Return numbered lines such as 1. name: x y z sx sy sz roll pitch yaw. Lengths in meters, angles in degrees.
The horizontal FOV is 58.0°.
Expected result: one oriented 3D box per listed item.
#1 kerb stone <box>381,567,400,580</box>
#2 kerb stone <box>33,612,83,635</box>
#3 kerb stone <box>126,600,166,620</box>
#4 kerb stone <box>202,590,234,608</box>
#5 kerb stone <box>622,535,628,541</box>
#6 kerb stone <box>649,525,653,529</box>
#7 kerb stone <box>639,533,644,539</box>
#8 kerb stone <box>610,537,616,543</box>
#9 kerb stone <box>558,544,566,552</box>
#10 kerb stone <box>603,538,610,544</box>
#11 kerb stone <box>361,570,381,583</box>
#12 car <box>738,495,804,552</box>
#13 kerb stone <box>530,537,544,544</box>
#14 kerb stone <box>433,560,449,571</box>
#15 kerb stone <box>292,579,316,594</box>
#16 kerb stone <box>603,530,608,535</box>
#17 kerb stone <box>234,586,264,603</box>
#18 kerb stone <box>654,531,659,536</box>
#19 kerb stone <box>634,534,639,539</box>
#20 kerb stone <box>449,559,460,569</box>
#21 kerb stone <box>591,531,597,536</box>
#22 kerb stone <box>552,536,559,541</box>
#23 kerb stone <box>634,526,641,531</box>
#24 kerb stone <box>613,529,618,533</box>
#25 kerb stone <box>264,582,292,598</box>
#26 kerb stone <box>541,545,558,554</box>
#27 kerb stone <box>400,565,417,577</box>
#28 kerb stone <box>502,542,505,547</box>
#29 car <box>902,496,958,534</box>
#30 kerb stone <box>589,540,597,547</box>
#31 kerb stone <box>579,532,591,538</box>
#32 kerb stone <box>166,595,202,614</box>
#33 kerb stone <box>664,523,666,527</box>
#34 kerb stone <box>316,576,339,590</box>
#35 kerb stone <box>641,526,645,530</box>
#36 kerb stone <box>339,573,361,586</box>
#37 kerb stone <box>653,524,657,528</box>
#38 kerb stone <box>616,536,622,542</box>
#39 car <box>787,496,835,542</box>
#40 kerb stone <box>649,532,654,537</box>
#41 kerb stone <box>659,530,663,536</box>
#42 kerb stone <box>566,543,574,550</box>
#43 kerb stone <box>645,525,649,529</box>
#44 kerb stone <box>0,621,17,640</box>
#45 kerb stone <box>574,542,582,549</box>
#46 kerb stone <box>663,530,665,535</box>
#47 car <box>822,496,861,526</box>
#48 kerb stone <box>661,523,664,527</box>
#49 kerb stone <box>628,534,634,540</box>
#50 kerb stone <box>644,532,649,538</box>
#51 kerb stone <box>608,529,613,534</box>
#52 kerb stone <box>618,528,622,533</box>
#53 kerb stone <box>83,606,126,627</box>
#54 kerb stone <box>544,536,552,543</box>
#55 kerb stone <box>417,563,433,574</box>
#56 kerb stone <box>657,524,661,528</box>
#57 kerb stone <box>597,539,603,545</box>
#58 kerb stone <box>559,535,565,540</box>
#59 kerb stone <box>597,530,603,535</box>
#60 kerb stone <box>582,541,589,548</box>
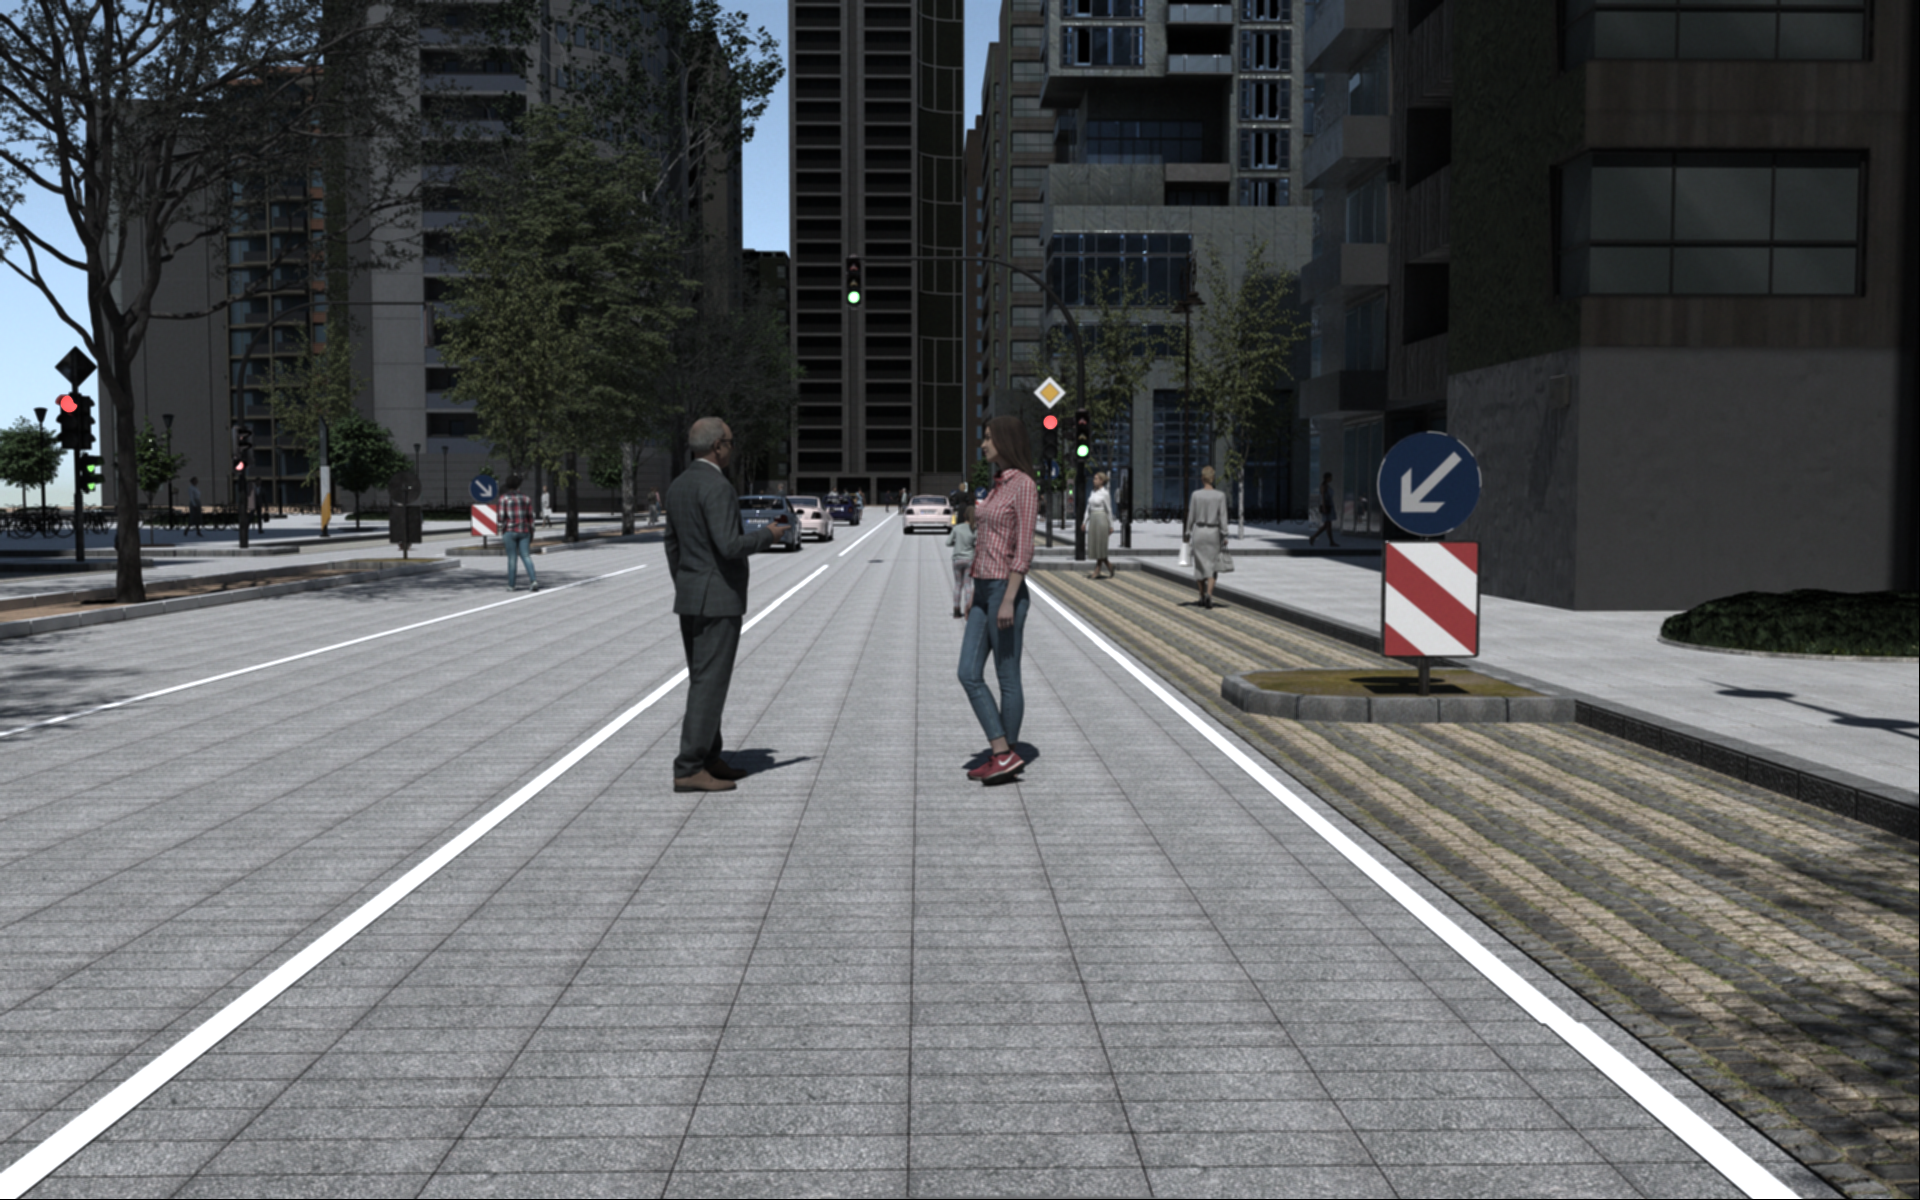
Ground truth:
1. kerb stone: -9.750 -0.438 29.371 0.120 0.150 1.000 0 4 -1
2. kerb stone: -9.498 0.251 18.094 0.120 0.150 1.000 0 4 -1
3. kerb stone: -9.542 0.125 20.148 0.120 0.150 1.000 0 4 -1
4. kerb stone: -9.591 0.002 22.192 0.120 0.150 1.000 0 4 -1
5. kerb stone: -10.281 -1.850 52.482 0.120 0.150 1.000 0 4 -1
6. kerb stone: -12.789 -2.976 70.859 0.120 0.150 1.000 0 4 -1
7. kerb stone: -10.346 -2.040 55.555 0.120 0.150 1.000 0 4 -1
8. kerb stone: -10.228 -1.727 50.434 0.120 0.150 1.000 0 4 -1
9. kerb stone: -10.073 -1.284 43.261 0.120 0.150 1.000 0 4 -1
10. kerb stone: -10.209 -1.664 49.406 0.120 0.150 1.000 0 4 -1
11. kerb stone: -9.738 -0.376 28.346 0.120 0.150 1.000 0 4 -1
12. car: -4.977 -1.950 43.883 2.014 1.417 4.499 0 4 -2
13. kerb stone: -12.331 -1.720 50.363 0.120 0.150 1.000 0 4 -1
14. kerb stone: -9.825 -0.626 32.446 0.120 0.150 1.000 0 4 -1
15. kerb stone: -9.666 -0.188 25.265 0.120 0.150 1.000 0 4 -1
16. kerb stone: -12.554 -2.349 60.607 0.120 0.150 1.000 0 4 -1
17. kerb stone: -9.617 -0.062 23.214 0.120 0.150 1.000 0 4 -1
18. kerb stone: -10.420 -2.229 58.634 0.120 0.150 1.000 0 4 -1
19. kerb stone: -10.326 -1.978 54.533 0.120 0.150 1.000 0 4 -1
20. kerb stone: -9.850 -0.690 33.474 0.120 0.150 1.000 0 4 -1
21. kerb stone: -12.514 -2.224 58.561 0.120 0.150 1.000 0 4 -1
22. kerb stone: -12.373 -1.848 52.409 0.120 0.150 1.000 0 4 -1
23. kerb stone: -12.720 -2.785 67.790 0.120 0.150 1.000 0 4 -1
24. kerb stone: -12.608 -2.470 62.665 0.120 0.150 1.000 0 4 -1
25. kerb stone: -9.634 -0.125 24.241 0.120 0.150 1.000 0 4 -1
26. kerb stone: -10.041 -1.225 42.230 0.120 0.150 1.000 0 4 -1
27. kerb stone: -9.781 -0.502 30.398 0.120 0.150 1.000 0 4 -1
28. kerb stone: -12.240 -1.473 46.271 0.120 0.150 1.000 0 4 -1
29. car: -1.091 -3.110 63.208 2.083 1.381 4.827 0 4 0
30. kerb stone: -10.159 -1.535 47.360 0.120 0.150 1.000 0 4 -1
31. kerb stone: -12.498 -2.162 57.539 0.120 0.150 1.000 0 4 -1
32. kerb stone: -9.563 0.063 21.169 0.120 0.150 1.000 0 4 -1
33. kerb stone: -12.879 -3.227 74.949 0.120 0.150 1.000 0 4 -1
34. kerb stone: -9.688 -0.247 26.287 0.120 0.150 1.000 0 4 -1
35. kerb stone: -12.749 -2.847 68.815 0.120 0.150 1.000 0 4 -1
36. kerb stone: -9.709 -0.308 27.309 0.120 0.150 1.000 0 4 -1
37. kerb stone: -12.811 -3.039 71.881 0.120 0.150 1.000 0 4 -1
38. kerb stone: -10.251 -1.790 51.459 0.120 0.150 1.000 0 4 -1
39. car: -4.881 -2.471 52.769 2.083 1.381 4.827 0 4 -1
40. kerb stone: -10.390 -2.165 57.599 0.120 0.150 1.000 0 4 -1
41. kerb stone: -10.444 -2.291 59.660 0.120 0.150 1.000 0 4 -1
42. kerb stone: -10.099 -1.351 44.289 0.120 0.150 1.000 0 4 -1
43. kerb stone: -12.767 -2.913 69.837 0.120 0.150 1.000 0 4 -1
44. kerb stone: -9.482 0.313 17.070 0.120 0.150 1.000 0 4 -1
45. kerb stone: -10.113 -1.413 45.315 0.120 0.150 1.000 0 4 -1
46. kerb stone: -10.462 -2.355 60.696 0.120 0.150 1.000 0 4 -1
47. car: -5.557 -4.089 79.439 1.945 1.354 3.894 0 4 1
48. kerb stone: -12.867 -3.164 73.925 0.120 0.150 1.000 0 4 -1
49. kerb stone: -10.304 -1.915 53.504 0.120 0.150 1.000 0 4 -1
50. kerb stone: -10.369 -2.103 56.577 0.120 0.150 1.000 0 4 -1
51. kerb stone: -12.591 -2.412 61.636 0.120 0.150 1.000 0 4 -1
52. kerb stone: -12.628 -2.538 63.687 0.120 0.150 1.000 0 4 -1
53. kerb stone: -9.523 0.188 19.119 0.120 0.150 1.000 0 4 -1
54. kerb stone: -12.347 -1.785 51.385 0.120 0.150 1.000 0 4 -1
55. kerb stone: -9.804 -0.559 31.425 0.120 0.150 1.000 0 4 -1
56. kerb stone: -12.844 -3.101 72.903 0.120 0.150 1.000 0 4 -1
57. kerb stone: -10.191 -1.602 48.383 0.120 0.150 1.000 0 4 -1
58. kerb stone: -12.400 -1.903 53.432 0.120 0.150 1.000 0 4 -1
59. kerb stone: -12.533 -2.287 59.585 0.120 0.150 1.000 0 4 -1
60. kerb stone: -10.142 -1.477 46.337 0.120 0.150 1.000 0 4 -1
